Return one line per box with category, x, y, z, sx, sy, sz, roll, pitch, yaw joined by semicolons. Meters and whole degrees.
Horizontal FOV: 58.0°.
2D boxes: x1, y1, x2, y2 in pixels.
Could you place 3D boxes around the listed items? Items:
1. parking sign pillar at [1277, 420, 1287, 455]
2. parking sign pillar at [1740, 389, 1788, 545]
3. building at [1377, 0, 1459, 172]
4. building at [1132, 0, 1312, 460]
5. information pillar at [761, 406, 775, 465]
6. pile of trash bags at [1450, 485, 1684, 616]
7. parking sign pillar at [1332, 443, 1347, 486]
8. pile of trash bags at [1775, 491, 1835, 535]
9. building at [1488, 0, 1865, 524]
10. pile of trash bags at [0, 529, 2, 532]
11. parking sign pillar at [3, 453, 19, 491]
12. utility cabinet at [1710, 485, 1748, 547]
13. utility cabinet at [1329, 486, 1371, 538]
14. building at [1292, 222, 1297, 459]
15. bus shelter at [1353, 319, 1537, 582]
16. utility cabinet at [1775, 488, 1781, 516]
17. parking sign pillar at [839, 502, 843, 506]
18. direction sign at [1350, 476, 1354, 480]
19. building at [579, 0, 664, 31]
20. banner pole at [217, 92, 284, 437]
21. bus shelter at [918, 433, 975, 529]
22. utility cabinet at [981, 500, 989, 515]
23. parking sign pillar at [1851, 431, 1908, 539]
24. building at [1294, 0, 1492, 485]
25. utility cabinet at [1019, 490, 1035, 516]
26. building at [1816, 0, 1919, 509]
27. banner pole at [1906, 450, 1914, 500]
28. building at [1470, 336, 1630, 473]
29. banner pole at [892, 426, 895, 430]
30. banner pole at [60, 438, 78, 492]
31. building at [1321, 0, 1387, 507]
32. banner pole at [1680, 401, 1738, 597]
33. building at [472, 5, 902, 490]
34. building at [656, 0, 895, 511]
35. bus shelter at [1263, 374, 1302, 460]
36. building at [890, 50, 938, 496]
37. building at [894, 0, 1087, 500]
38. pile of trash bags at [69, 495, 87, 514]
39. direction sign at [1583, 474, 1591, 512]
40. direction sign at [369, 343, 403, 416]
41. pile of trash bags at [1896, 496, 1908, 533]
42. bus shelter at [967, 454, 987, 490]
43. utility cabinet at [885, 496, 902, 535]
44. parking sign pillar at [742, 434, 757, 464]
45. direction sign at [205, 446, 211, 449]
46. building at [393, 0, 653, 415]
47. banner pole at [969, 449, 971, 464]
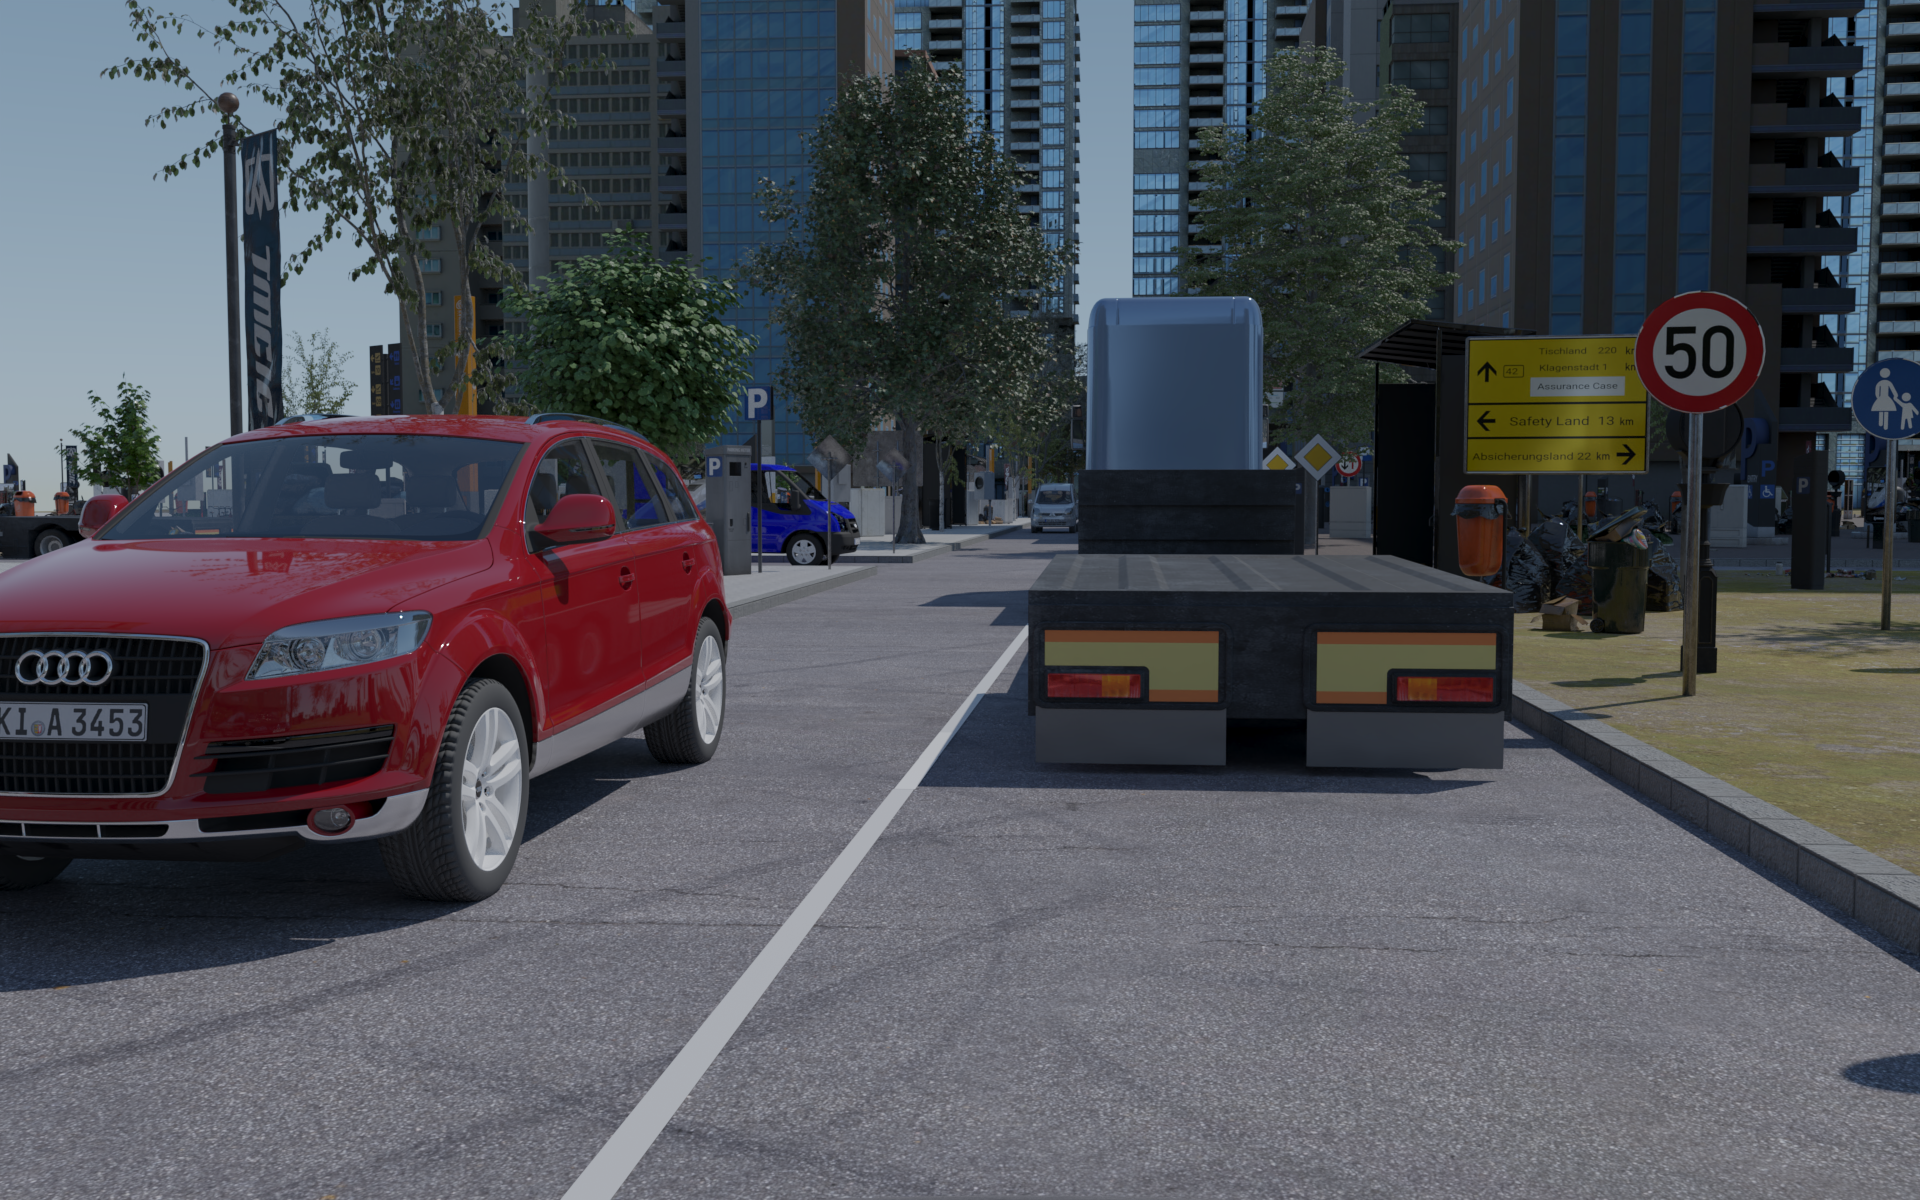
parking sign pillar;11.402;-4.577;63.302;1.447;3.967;1.447;-1;4;-22
parking sign pillar;20.254;-3.391;43.911;1.447;3.967;1.447;0;4;6
building;31.496;-20.223;102.351;14.160;30.474;14.107;0;4;6
building;33.075;-55.111;213.734;31.000;86.520;22.319;0;4;6
information pillar;-4.260;-2.881;38.453;0.183;3.616;0.504;-2;4;-35
pile of trash bags;6.344;-0.543;18.633;3.447;1.369;1.912;-3;5;-44
parking sign pillar;19.548;-6.150;89.032;1.447;3.967;1.447;0;4;-5
pile of trash bags;26.287;-2.776;55.144;3.447;1.369;1.912;-1;4;-11
building;31.300;-26.274;79.696;14.600;45.320;14.200;0;4;6
pile of trash bags;-26.889;-2.352;48.211;3.447;1.369;1.912;2;4;28
parking sign pillar;-62.389;-7.672;113.915;1.447;3.967;1.447;3;4;38
utility cabinet;18.150;-2.001;41.396;1.173;1.500;0.318;3;5;41
utility cabinet;11.250;-2.521;49.894;1.173;1.500;0.318;3;5;42
building;39.017;-24.157;166.675;14.160;30.474;14.107;0;4;6
bus shelter;7.191;-2.137;26.231;1.731;3.624;6.357;0;4;6
utility cabinet;27.240;-3.070;58.865;1.173;1.500;0.318;0;4;0
parking sign pillar;-6.709;-6.331;91.979;1.447;3.967;1.447;2;4;27
direction sign;21.840;-6.444;97.362;0.876;3.537;0.379;-3;4;-38
building;-43.347;-55.604;221.795;31.000;86.520;22.319;0;4;6
banner pole;-4.390;-1.268;10.750;0.863;3.779;0.401;3;5;42
bus shelter;-0.510;-4.607;66.610;1.731;3.624;6.357;0;4;5
utility cabinet;1.129;-4.406;83.195;1.020;1.237;0.306;0;4;6
parking sign pillar;26.469;-3.748;49.759;1.447;3.967;1.447;0;4;8
building;37.251;-30.709;152.200;14.600;45.320;14.200;0;4;6
utility cabinet;3.905;-5.707;101.989;1.173;1.500;0.318;-3;5;-43
building;79.616;-51.623;156.703;31.000;86.520;22.319;0;4;6
banner pole;53.587;-6.589;97.742;0.401;3.779;0.863;0;3;0
building;63.792;-36.308;213.251;30.456;49.044;23.786;0;4;6
banner pole;-2.628;-4.522;63.945;0.863;3.779;0.401;-3;4;-38
banner pole;-40.189;-5.385;78.055;0.863;3.779;0.401;-2;4;-25
building;38.206;-35.970;130.109;21.231;58.520;28.212;0;4;6
banner pole;9.295;-1.933;21.615;0.863;3.779;0.401;0;4;-1
building;-20.034;-27.514;141.733;32.217;40.220;23.993;0;4;6
building;-12.378;-28.838;121.615;14.600;45.320;14.200;0;4;6
bus shelter;9.471;-4.759;55.440;2.179;5.291;8.768;0;4;6
building;-15.184;-31.398;167.989;28.867;44.769;22.147;0;4;6
building;1.966;-55.333;217.372;31.000;86.520;22.319;0;4;6
pile of trash bags;-35.972;-3.783;71.611;3.447;1.369;1.912;1;4;14
direction sign;25.376;-4.780;70.153;0.379;3.537;0.876;3;5;41
direction sign;-8.684;-2.097;26.279;0.876;3.537;0.379;3;5;41
pile of trash bags;29.966;-2.719;54.215;1.912;1.369;3.447;-1;4;-10
bus shelter;0.454;-5.833;89.297;2.014;3.302;5.546;0;4;6
utility cabinet;-2.111;-2.685;55.063;1.020;1.237;0.306;-1;4;-22
parking sign pillar;-9.677;-5.505;78.475;1.447;3.967;1.447;2;4;29
direction sign;-35.497;-5.522;82.282;0.379;3.537;0.876;1;4;16
building;-40.990;-33.467;170.891;21.600;48.544;21.300;0;4;6
banner pole;0.560;-6.386;94.421;0.401;3.779;0.863;0;4;3
